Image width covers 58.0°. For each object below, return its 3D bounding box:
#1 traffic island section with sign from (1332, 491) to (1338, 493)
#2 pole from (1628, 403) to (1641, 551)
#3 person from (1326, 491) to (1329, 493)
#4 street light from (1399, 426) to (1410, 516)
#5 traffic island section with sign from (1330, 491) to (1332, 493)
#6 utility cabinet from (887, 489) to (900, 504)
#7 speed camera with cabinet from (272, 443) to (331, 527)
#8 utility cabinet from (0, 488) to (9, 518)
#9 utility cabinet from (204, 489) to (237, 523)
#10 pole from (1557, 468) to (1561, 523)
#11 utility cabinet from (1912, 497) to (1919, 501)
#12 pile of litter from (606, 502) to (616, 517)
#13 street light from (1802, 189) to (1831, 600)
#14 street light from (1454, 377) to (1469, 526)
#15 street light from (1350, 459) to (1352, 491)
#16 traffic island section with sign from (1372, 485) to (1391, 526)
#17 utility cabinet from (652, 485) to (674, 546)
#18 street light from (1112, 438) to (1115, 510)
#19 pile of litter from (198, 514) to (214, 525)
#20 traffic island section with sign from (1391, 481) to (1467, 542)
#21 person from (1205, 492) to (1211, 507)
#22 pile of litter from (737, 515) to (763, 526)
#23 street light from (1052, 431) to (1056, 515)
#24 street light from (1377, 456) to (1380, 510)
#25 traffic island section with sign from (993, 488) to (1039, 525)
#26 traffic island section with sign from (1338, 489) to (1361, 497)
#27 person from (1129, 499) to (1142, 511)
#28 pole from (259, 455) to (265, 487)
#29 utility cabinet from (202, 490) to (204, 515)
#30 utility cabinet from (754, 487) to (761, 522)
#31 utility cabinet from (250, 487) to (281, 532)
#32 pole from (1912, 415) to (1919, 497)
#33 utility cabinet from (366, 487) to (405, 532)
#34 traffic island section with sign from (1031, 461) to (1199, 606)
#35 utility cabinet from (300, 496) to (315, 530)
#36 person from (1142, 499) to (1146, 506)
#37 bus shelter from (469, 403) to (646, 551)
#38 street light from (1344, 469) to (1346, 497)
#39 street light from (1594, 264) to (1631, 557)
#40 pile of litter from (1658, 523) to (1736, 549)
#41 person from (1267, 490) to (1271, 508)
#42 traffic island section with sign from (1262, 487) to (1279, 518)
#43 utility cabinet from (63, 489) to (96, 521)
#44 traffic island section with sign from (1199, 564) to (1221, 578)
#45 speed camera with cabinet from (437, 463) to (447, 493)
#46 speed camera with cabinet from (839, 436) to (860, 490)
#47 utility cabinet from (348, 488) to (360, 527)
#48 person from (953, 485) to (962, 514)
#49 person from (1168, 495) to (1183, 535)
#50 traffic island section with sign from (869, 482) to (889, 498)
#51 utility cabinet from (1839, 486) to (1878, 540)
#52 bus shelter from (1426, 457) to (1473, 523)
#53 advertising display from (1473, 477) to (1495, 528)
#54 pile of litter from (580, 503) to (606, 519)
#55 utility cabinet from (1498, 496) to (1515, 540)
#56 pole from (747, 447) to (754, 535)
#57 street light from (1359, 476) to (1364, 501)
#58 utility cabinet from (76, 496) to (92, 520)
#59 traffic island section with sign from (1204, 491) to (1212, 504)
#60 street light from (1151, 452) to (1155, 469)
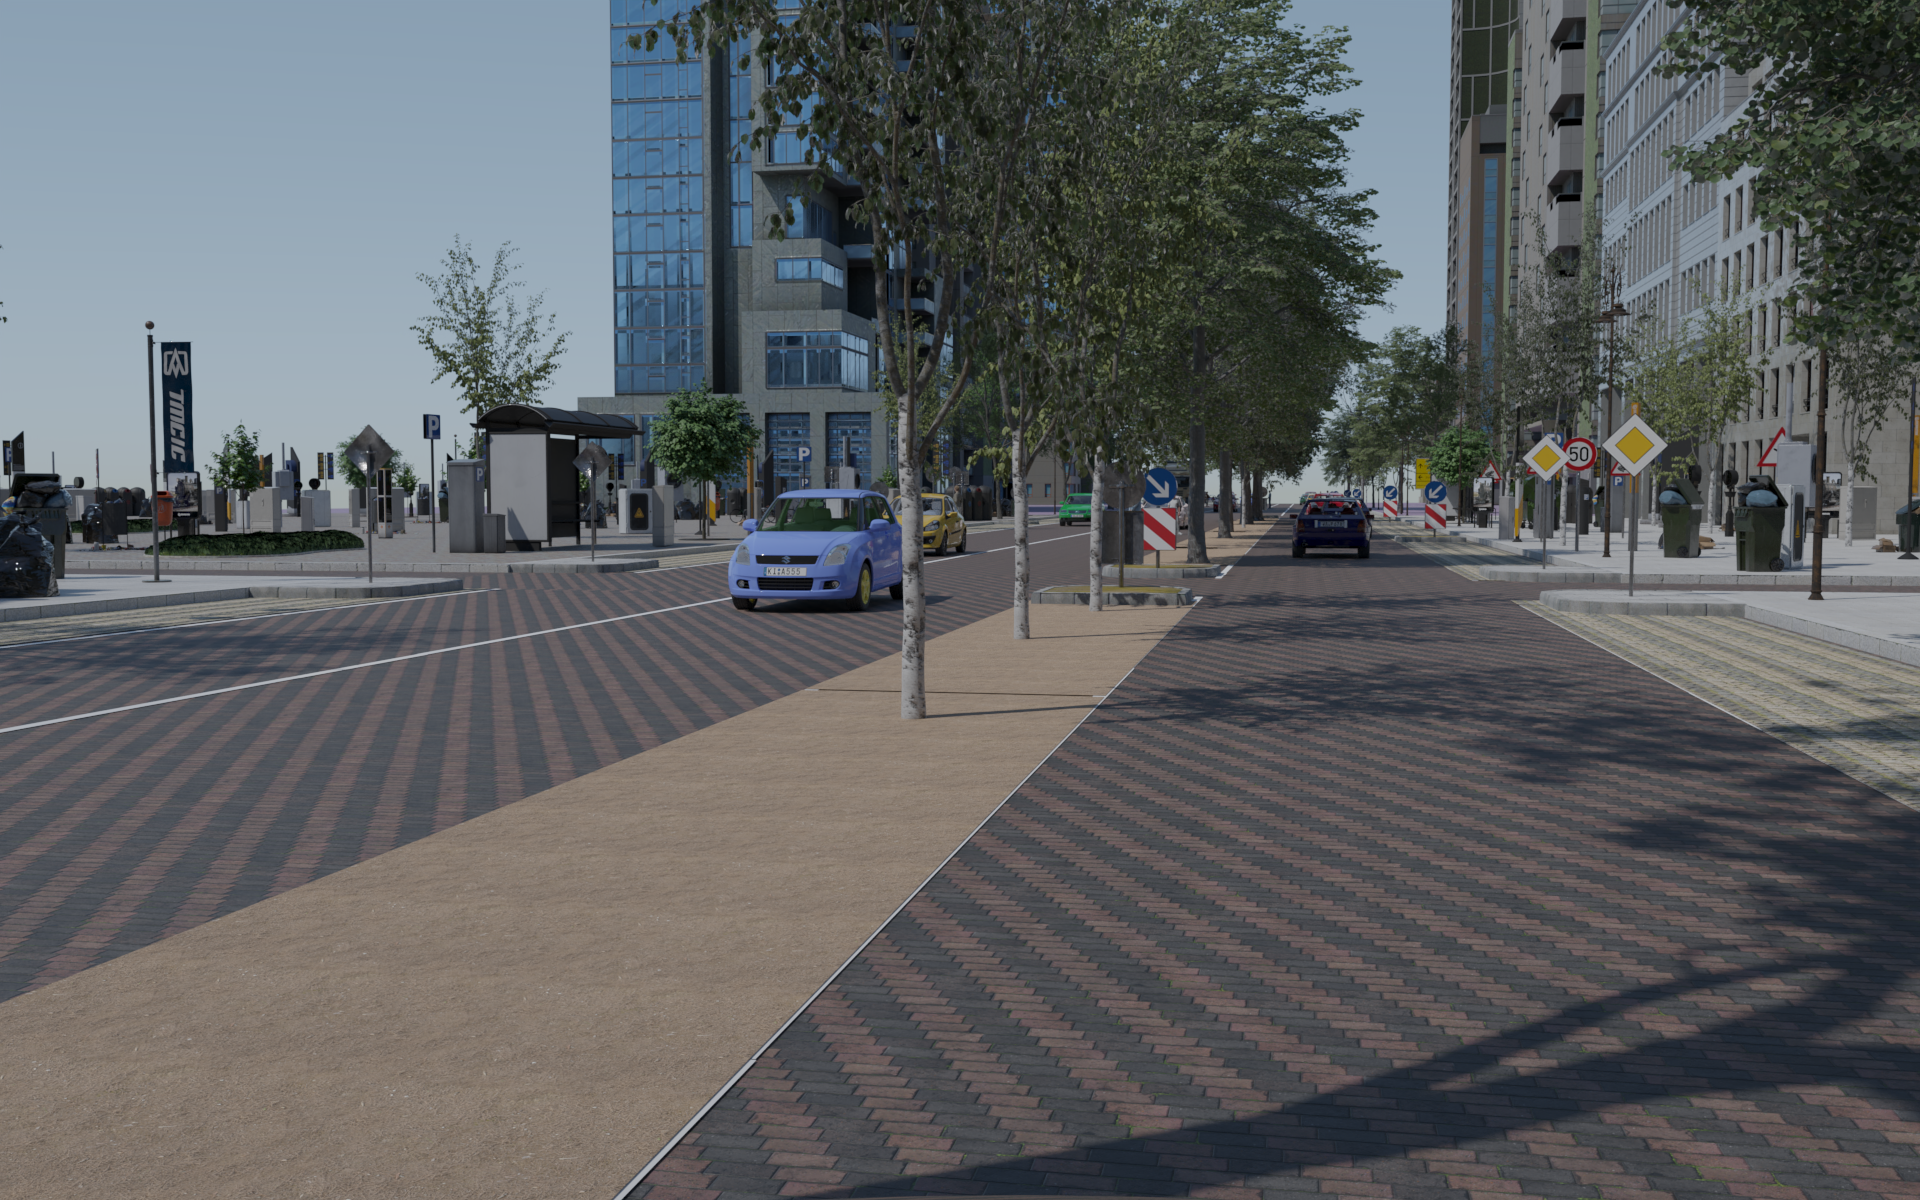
[{"bbox_3d":[34.315,-8.891,153.998,1.989,1.847,2.006,1,4,11],"label":"traffic island section with sign"},{"bbox_3d":[15.102,-2.748,38.780,0.158,3.312,0.155,0,3,0],"label":"pole"},{"bbox_3d":[40.886,-11.257,192.517,0.705,1.831,1.348,-1,4,-9],"label":"person"},{"bbox_3d":[27.857,-8.338,109.112,0.468,5.910,1.993,1,4,11],"label":"street light"},{"bbox_3d":[45.141,-12.227,208.544,1.989,1.847,2.006,1,4,11],"label":"traffic island section with sign"},{"bbox_3d":[-2.759,-3.886,72.220,0.318,1.500,1.173,1,4,13],"label":"utility cabinet"},{"bbox_3d":[-25.492,-4.447,67.049,2.038,3.252,0.660,-2,4,-34],"label":"speed camera with cabinet"},{"bbox_3d":[-36.134,-3.488,65.703,1.173,1.500,0.318,-3,5,-41],"label":"utility cabinet"},{"bbox_3d":[-32.500,-4.132,76.232,1.173,1.500,0.318,-1,4,-10],"label":"utility cabinet"},{"bbox_3d":[24.392,-4.692,70.549,0.158,3.312,0.155,0,3,0],"label":"pole"},{"bbox_3d":[22.074,-1.709,39.100,1.020,1.237,0.306,3,5,45],"label":"utility cabinet"},{"bbox_3d":[-19.700,-5.209,99.138,1.719,0.858,1.176,0,4,-4],"label":"pile of litter"},{"bbox_3d":[10.378,-2.938,20.818,0.468,5.910,1.993,1,4,11],"label":"street light"},{"bbox_3d":[19.842,-5.864,68.662,0.468,5.910,1.993,1,4,11],"label":"street light"},{"bbox_3d":[50.891,-15.441,225.239,0.468,5.910,1.993,1,4,11],"label":"street light"},{"bbox_3d":[19.351,-4.273,78.493,1.989,1.847,2.006,1,4,11],"label":"traffic island section with sign"},{"bbox_3d":[-7.327,-2.079,42.672,0.318,1.500,1.173,0,4,2],"label":"utility cabinet"},{"bbox_3d":[12.579,-10.355,142.096,0.468,5.910,1.993,1,4,11],"label":"street light"},{"bbox_3d":[-32.150,-3.583,72.546,1.719,0.858,1.176,0,4,-1],"label":"pile of litter"},{"bbox_3d":[14.117,-2.656,52.049,1.989,1.847,2.006,1,4,11],"label":"traffic island section with sign"},{"bbox_3d":[28.167,-11.466,196.785,0.721,1.723,1.217,-2,4,-27],"label":"person"},{"bbox_3d":[-8.429,-3.395,69.474,1.176,0.858,1.719,1,4,18],"label":"pile of litter"},{"bbox_3d":[5.953,-8.299,108.477,0.468,5.910,1.993,1,4,11],"label":"street light"},{"bbox_3d":[34.525,-10.391,142.678,0.468,5.910,1.993,1,4,11],"label":"street light"},{"bbox_3d":[2.695,-4.468,81.687,1.989,1.847,2.006,1,4,11],"label":"traffic island section with sign"},{"bbox_3d":[28.992,-7.247,127.119,1.989,1.847,2.006,1,4,11],"label":"traffic island section with sign"},{"bbox_3d":[4.997,-2.462,49.024,0.793,1.790,0.793,-1,4,-22],"label":"person"},{"bbox_3d":[-36.108,-5.859,89.644,0.158,3.312,0.155,0,3,0],"label":"pole"},{"bbox_3d":[-37.193,-4.759,86.486,1.173,1.500,0.318,-1,4,-18],"label":"utility cabinet"},{"bbox_3d":[-6.520,-2.841,55.132,0.318,1.500,1.173,0,3,0],"label":"utility cabinet"},{"bbox_3d":[-22.096,-2.837,55.056,1.173,1.500,0.318,2,4,33],"label":"utility cabinet"},{"bbox_3d":[24.716,-3.117,44.811,0.158,3.312,0.155,0,3,0],"label":"pole"},{"bbox_3d":[-19.279,-3.025,58.143,1.173,1.500,0.318,-2,4,-30],"label":"utility cabinet"},{"bbox_3d":[2.092,-0.920,23.183,2.006,1.907,1.989,1,4,11],"label":"traffic island section with sign"},{"bbox_3d":[-17.180,-2.109,45.645,0.306,1.237,1.020,-1,4,-17],"label":"utility cabinet"},{"bbox_3d":[8.462,-4.270,78.498,0.728,1.800,0.709,3,5,43],"label":"person"},{"bbox_3d":[-9.451,-2.898,41.305,2.014,3.302,5.546,1,4,11],"label":"bus shelter"},{"bbox_3d":[57.521,-17.509,259.062,0.468,5.910,1.993,1,4,11],"label":"street light"},{"bbox_3d":[13.116,-3.802,34.948,0.468,5.910,1.993,1,4,11],"label":"street light"},{"bbox_3d":[17.061,-1.617,40.401,1.719,0.858,1.176,0,4,-2],"label":"pile of litter"},{"bbox_3d":[30.855,-10.036,172.666,0.705,1.814,1.350,1,4,21],"label":"person"},{"bbox_3d":[18.147,-5.873,104.158,2.006,1.907,1.989,1,4,11],"label":"traffic island section with sign"},{"bbox_3d":[-35.593,-3.754,70.052,1.173,1.500,0.318,-1,4,-19],"label":"utility cabinet"},{"bbox_3d":[3.542,-1.365,30.447,2.006,1.907,1.989,1,4,11],"label":"traffic island section with sign"},{"bbox_3d":[-33.881,-7.162,111.438,2.038,3.252,0.660,-3,4,-36],"label":"speed camera with cabinet"},{"bbox_3d":[-3.933,-3.930,58.598,0.660,3.252,2.038,1,4,15],"label":"speed camera with cabinet"},{"bbox_3d":[-23.424,-3.563,66.936,0.318,1.500,1.173,-2,4,-25],"label":"utility cabinet"},{"bbox_3d":[-0.143,-3.463,65.665,0.362,1.759,0.519,2,4,31],"label":"person"},{"bbox_3d":[7.589,-3.051,60.981,0.503,1.515,0.523,-1,4,-13],"label":"person"},{"bbox_3d":[-2.638,-2.821,54.755,1.989,1.847,2.006,1,4,11],"label":"traffic island section with sign"},{"bbox_3d":[24.929,-2.408,48.054,1.173,1.500,0.318,-2,4,-27],"label":"utility cabinet"},{"bbox_3d":[22.582,-5.239,79.573,2.014,3.302,5.546,1,4,11],"label":"bus shelter"},{"bbox_3d":[19.697,-3.668,65.180,0.123,1.923,0.974,-2,4,-29],"label":"advertising display"},{"bbox_3d":[-17.951,-4.259,83.605,1.176,0.858,1.719,-1,4,-21],"label":"pile of litter"},{"bbox_3d":[15.542,-2.327,49.203,0.306,1.237,1.020,2,4,26],"label":"utility cabinet"},{"bbox_3d":[-6.497,-3.662,53.725,0.158,3.312,0.155,0,3,0],"label":"pole"},{"bbox_3d":[44.123,-13.348,191.031,0.468,5.910,1.993,1,4,11],"label":"street light"},{"bbox_3d":[-32.723,-3.276,64.722,0.306,1.237,1.020,-3,5,-41],"label":"utility cabinet"},{"bbox_3d":[33.669,-14.025,237.943,1.989,1.847,2.006,1,4,11],"label":"traffic island section with sign"},{"bbox_3d":[19.562,-12.472,176.712,0.468,5.910,1.993,1,4,11],"label":"street light"}]
